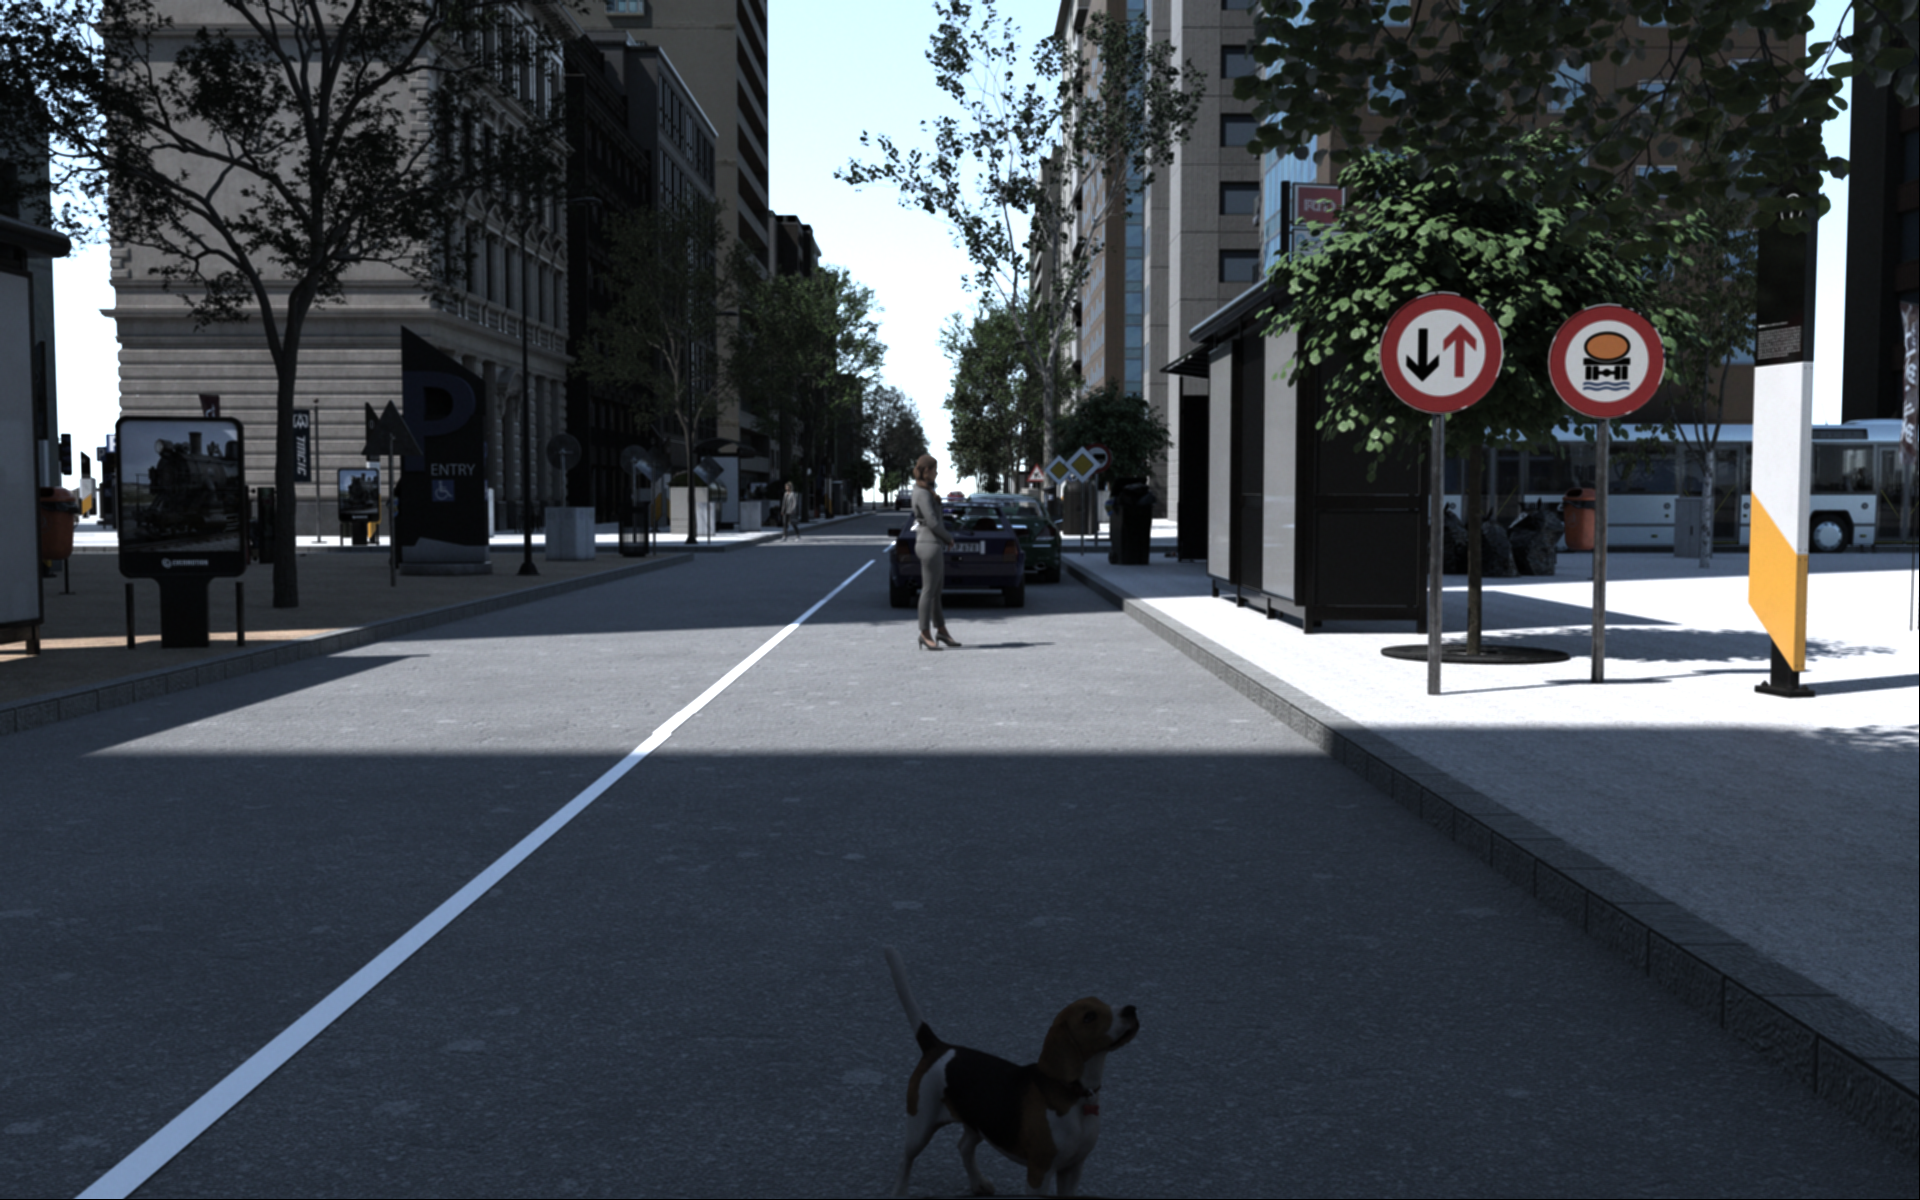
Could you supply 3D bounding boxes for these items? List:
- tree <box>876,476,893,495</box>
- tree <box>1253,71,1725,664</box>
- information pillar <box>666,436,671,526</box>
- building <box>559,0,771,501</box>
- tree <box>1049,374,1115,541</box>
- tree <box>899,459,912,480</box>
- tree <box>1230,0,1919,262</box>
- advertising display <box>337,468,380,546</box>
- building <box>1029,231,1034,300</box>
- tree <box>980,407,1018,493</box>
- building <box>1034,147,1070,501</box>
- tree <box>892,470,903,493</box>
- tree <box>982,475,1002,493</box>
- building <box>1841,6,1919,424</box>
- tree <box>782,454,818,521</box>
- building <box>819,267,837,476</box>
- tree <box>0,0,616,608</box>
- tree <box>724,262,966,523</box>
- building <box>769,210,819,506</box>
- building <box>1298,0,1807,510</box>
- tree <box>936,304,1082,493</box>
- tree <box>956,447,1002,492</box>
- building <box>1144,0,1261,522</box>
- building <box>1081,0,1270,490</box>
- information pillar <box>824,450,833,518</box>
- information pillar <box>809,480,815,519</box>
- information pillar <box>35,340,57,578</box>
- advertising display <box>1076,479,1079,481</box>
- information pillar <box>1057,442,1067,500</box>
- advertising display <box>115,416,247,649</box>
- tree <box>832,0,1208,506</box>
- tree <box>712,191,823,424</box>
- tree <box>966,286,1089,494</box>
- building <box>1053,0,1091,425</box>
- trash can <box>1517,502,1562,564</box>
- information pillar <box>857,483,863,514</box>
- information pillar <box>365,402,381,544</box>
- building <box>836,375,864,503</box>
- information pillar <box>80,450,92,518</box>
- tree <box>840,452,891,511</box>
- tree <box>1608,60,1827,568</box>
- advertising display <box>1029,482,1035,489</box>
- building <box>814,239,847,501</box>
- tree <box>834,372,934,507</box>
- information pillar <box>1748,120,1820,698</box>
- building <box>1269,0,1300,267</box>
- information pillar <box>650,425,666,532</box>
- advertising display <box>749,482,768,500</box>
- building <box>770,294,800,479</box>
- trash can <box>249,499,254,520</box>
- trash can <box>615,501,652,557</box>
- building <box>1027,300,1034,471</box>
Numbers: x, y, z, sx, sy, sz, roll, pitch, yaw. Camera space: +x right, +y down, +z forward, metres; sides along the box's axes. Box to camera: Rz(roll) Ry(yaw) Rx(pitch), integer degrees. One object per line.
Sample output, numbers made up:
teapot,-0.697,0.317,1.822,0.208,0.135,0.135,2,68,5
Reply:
tree,-7.398,-10.490,166.119,1.663,3.219,1.824,0,3,0
tree,4.042,-1.833,13.681,4.285,4.588,4.351,0,3,0
information pillar,-11.861,-4.815,70.080,0.183,3.616,0.504,2,4,25
building,-26.014,-30.920,129.241,21.300,48.544,21.600,0,4,0
tree,4.227,-3.906,47.570,4.285,4.588,4.351,0,3,0
tree,-8.389,-21.073,278.961,7.601,10.594,8.767,-2,4,-35
tree,4.008,-5.313,4.992,7.486,12.596,7.792,0,3,0
advertising display,-14.958,-2.317,43.094,0.974,1.923,0.123,-1,4,-23
building,17.627,-35.902,270.591,14.154,41.232,14.086,0,4,0
tree,2.982,-11.300,135.114,4.360,8.622,3.978,0,3,0
building,21.307,-37.561,237.826,21.300,48.544,21.600,0,4,0
tree,-8.651,-14.184,215.616,4.285,4.588,4.351,0,3,0
tree,3.739,-12.967,206.603,1.663,3.219,1.824,0,3,0
building,47.689,-24.929,62.216,28.867,44.769,22.147,0,4,0
tree,-7.904,-5.414,83.118,1.663,3.219,1.824,0,3,0
building,-22.943,-27.264,217.470,14.160,30.474,14.107,0,4,0
tree,-7.671,-5.172,18.981,8.767,10.594,7.601,0,4,-1
tree,-6.742,-9.231,76.687,9.928,11.665,9.643,0,3,0
building,-22.466,-24.846,177.931,14.160,30.474,14.107,0,4,0
building,18.168,-24.955,58.129,14.200,45.320,14.600,0,4,0
tree,2.832,-11.480,104.708,9.611,12.733,9.660,0,3,0
tree,3.047,-17.429,219.369,7.601,10.594,8.767,3,4,39
building,20.322,-33.553,90.590,21.231,58.520,28.212,0,4,0
building,18.072,-30.644,151.132,14.600,45.320,14.200,0,4,0
information pillar,-6.966,-6.128,91.549,0.183,3.616,0.504,2,4,35
information pillar,-7.529,-5.101,87.896,0.304,2.012,0.304,0,4,-6
information pillar,-14.187,-2.153,26.555,0.504,3.616,0.183,1,4,15
advertising display,5.108,-4.214,74.107,0.123,1.923,0.974,1,4,15
information pillar,4.510,-5.259,77.340,0.504,3.616,0.183,2,4,29
advertising display,-6.473,-0.564,14.429,0.974,1.923,0.123,-1,4,-15
tree,2.042,-12.781,64.866,12.611,20.169,13.585,0,3,0
tree,-7.755,-7.128,50.960,8.767,10.594,7.601,1,4,15
tree,2.765,-9.920,87.944,9.928,11.665,9.643,0,3,0
building,24.288,-35.693,172.823,28.713,52.752,27.495,0,4,0
trash can,10.139,-1.143,30.342,0.748,1.137,0.748,0,3,0
information pillar,-6.583,-6.685,113.785,0.304,2.012,0.304,1,4,11
information pillar,-15.037,-3.243,44.370,0.183,3.616,0.504,1,4,14
building,-29.282,-25.575,263.185,27.650,21.520,28.899,0,4,0
information pillar,-46.600,-6.177,92.345,0.504,3.616,0.183,-1,4,-19
tree,-7.682,-9.240,134.782,4.285,4.588,4.351,0,3,0
tree,12.876,-4.873,30.034,4.737,8.622,4.395,0,3,0
advertising display,3.948,-5.486,94.904,0.123,1.923,0.974,0,4,-8
building,-31.972,-33.289,236.158,32.217,40.220,23.993,0,4,0
tree,-7.667,-16.178,174.885,12.009,13.543,11.850,0,3,0
information pillar,5.255,-1.204,11.046,0.183,3.616,0.504,-1,4,-11
building,17.789,-29.777,136.958,14.600,45.320,14.200,0,4,0
information pillar,-10.238,-4.095,58.300,0.504,3.616,0.183,3,5,43
advertising display,-10.702,-5.315,92.116,0.974,1.923,0.123,-1,4,-14
building,-29.565,-19.049,156.483,27.650,21.520,28.899,0,4,0
trash can,-19.294,-2.126,46.407,0.748,1.137,0.748,0,3,0
trash can,-6.657,-1.449,35.347,0.748,1.137,0.748,0,3,0
building,16.901,-29.647,256.434,14.160,30.474,14.107,0,4,0
